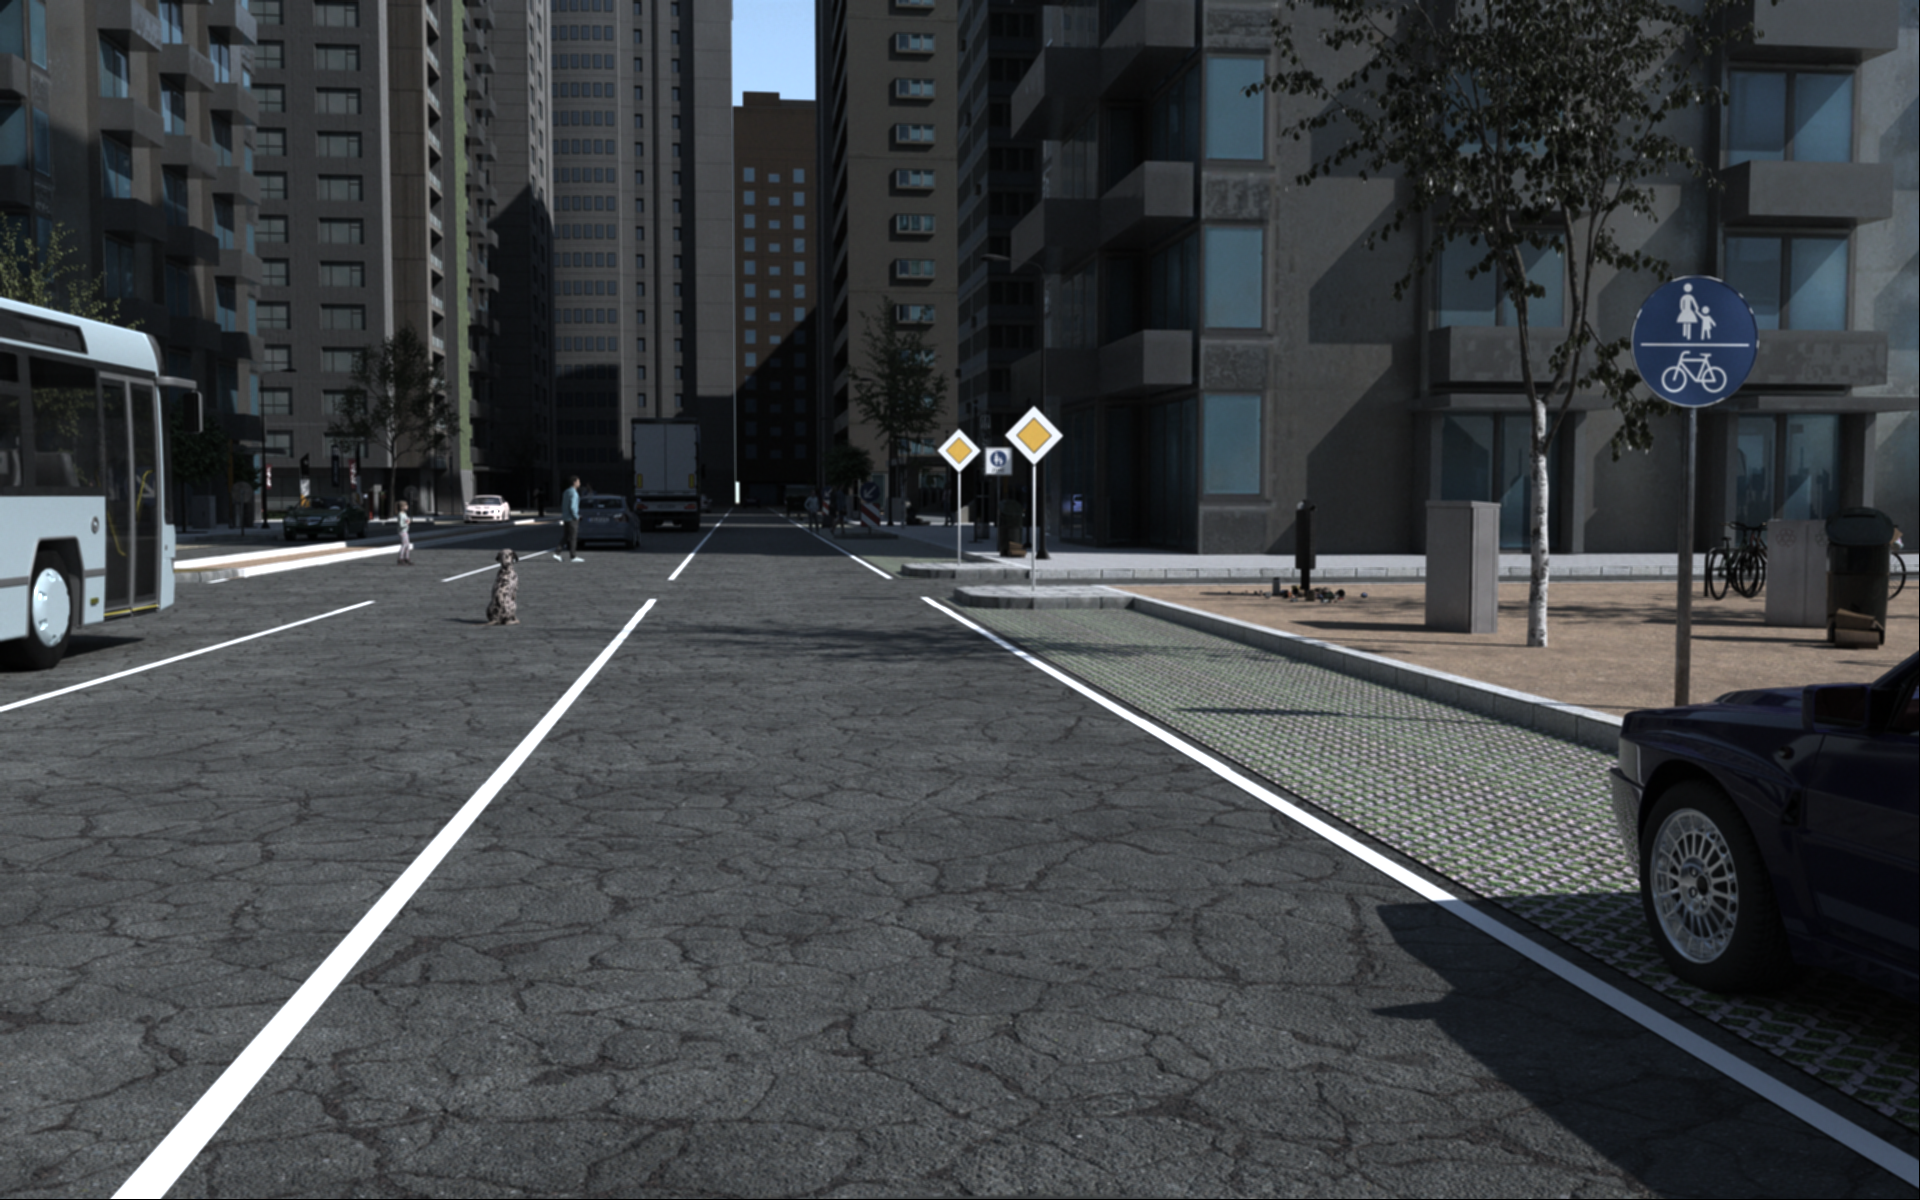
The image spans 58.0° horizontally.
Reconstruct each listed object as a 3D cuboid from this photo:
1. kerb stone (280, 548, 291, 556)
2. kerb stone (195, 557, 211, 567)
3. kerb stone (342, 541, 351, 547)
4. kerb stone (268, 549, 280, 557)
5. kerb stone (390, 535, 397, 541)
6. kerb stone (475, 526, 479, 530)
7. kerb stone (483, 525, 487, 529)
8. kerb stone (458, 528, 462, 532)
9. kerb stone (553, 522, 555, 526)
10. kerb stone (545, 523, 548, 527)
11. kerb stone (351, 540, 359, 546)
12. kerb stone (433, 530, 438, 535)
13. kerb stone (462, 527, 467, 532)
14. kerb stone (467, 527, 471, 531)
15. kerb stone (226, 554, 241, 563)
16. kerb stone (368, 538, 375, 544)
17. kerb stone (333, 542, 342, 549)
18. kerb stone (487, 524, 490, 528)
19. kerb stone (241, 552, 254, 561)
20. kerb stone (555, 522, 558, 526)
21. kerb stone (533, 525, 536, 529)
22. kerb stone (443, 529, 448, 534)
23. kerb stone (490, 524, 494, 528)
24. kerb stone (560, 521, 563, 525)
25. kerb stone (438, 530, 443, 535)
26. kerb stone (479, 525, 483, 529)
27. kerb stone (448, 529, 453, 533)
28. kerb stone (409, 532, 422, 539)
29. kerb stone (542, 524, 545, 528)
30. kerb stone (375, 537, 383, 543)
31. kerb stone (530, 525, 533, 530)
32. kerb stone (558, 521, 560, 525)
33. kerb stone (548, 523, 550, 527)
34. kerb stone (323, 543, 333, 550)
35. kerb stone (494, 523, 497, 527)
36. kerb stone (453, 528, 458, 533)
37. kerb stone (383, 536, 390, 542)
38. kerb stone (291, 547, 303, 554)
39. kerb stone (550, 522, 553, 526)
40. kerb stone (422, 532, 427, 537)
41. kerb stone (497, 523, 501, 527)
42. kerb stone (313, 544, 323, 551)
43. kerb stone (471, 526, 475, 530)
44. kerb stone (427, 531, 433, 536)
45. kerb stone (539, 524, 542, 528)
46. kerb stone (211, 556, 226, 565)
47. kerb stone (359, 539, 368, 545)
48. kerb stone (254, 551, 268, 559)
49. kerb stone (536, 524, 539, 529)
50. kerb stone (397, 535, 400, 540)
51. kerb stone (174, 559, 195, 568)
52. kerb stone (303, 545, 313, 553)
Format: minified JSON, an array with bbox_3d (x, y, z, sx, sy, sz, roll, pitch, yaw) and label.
[{"bbox_3d":[-15.769,-1.101,40.195,0.120,0.150,1.000,0,4,-7],"label":"kerb stone"},{"bbox_3d":[-15.000,-0.726,34.070,0.120,0.150,1.000,0,4,-7],"label":"kerb stone"},{"bbox_3d":[-16.530,-1.474,46.302,0.120,0.150,1.000,0,4,-7],"label":"kerb stone"},{"bbox_3d":[-15.640,-1.037,39.175,0.120,0.150,1.000,0,4,-7],"label":"kerb stone"},{"bbox_3d":[-17.283,-1.845,52.399,0.120,0.150,1.000,0,4,-7],"label":"kerb stone"},{"bbox_3d":[-19.310,-2.843,68.686,0.120,0.150,1.000,0,4,-7],"label":"kerb stone"},{"bbox_3d":[-19.567,-2.968,70.720,0.120,0.150,1.000,0,4,-7],"label":"kerb stone"},{"bbox_3d":[-18.804,-2.594,64.614,0.120,0.150,1.000,0,4,-7],"label":"kerb stone"},{"bbox_3d":[-18.238,-3.357,77.100,0.120,0.150,1.000,0,4,-7],"label":"kerb stone"},{"bbox_3d":[-17.860,-3.171,74.040,0.120,0.150,1.000,0,4,-7],"label":"kerb stone"},{"bbox_3d":[-16.656,-1.537,47.318,0.120,0.150,1.000,0,4,-7],"label":"kerb stone"},{"bbox_3d":[-18.166,-2.283,59.524,0.120,0.150,1.000,0,4,-7],"label":"kerb stone"},{"bbox_3d":[-18.932,-2.656,65.628,0.120,0.150,1.000,0,4,-7],"label":"kerb stone"},{"bbox_3d":[-19.051,-2.719,66.644,0.120,0.150,1.000,0,4,-7],"label":"kerb stone"},{"bbox_3d":[-15.259,-0.848,36.115,0.120,0.150,1.000,0,4,-7],"label":"kerb stone"},{"bbox_3d":[-16.909,-1.661,49.353,0.120,0.150,1.000,0,4,-7],"label":"kerb stone"},{"bbox_3d":[-16.393,-1.408,45.279,0.120,0.150,1.000,0,4,-7],"label":"kerb stone"},{"bbox_3d":[-19.695,-3.028,71.734,0.120,0.150,1.000,0,4,-7],"label":"kerb stone"},{"bbox_3d":[-15.391,-0.914,37.146,0.120,0.150,1.000,0,4,-7],"label":"kerb stone"},{"bbox_3d":[-18.366,-3.420,78.117,0.120,0.150,1.000,0,4,-7],"label":"kerb stone"},{"bbox_3d":[-17.356,-2.922,69.977,0.120,0.150,1.000,0,4,-7],"label":"kerb stone"},{"bbox_3d":[-18.424,-2.407,61.556,0.120,0.150,1.000,0,4,-7],"label":"kerb stone"},{"bbox_3d":[-19.817,-3.092,72.757,0.120,0.150,1.000,0,4,-7],"label":"kerb stone"},{"bbox_3d":[-18.622,-3.544,80.146,0.120,0.150,1.000,0,4,-7],"label":"kerb stone"},{"bbox_3d":[-18.303,-2.345,60.537,0.120,0.150,1.000,0,4,-7],"label":"kerb stone"},{"bbox_3d":[-19.443,-2.905,69.700,0.120,0.150,1.000,0,4,-7],"label":"kerb stone"},{"bbox_3d":[-18.554,-2.466,62.570,0.120,0.150,1.000,0,4,-7],"label":"kerb stone"},{"bbox_3d":[-17.797,-2.092,56.478,0.120,0.150,1.000,0,4,-7],"label":"kerb stone"},{"bbox_3d":[-17.734,-3.109,73.020,0.120,0.150,1.000,0,4,-7],"label":"kerb stone"},{"bbox_3d":[-17.025,-1.723,50.368,0.120,0.150,1.000,0,4,-7],"label":"kerb stone"},{"bbox_3d":[-17.224,-2.858,68.959,0.120,0.150,1.000,0,4,-7],"label":"kerb stone"},{"bbox_3d":[-18.495,-3.480,79.132,0.120,0.150,1.000,0,4,-7],"label":"kerb stone"},{"bbox_3d":[-17.990,-3.233,75.054,0.120,0.150,1.000,0,4,-7],"label":"kerb stone"},{"bbox_3d":[-16.276,-1.350,44.261,0.120,0.150,1.000,0,4,-7],"label":"kerb stone"},{"bbox_3d":[-19.949,-3.155,73.776,0.120,0.150,1.000,0,4,-7],"label":"kerb stone"},{"bbox_3d":[-18.678,-2.523,63.587,0.120,0.150,1.000,0,4,-7],"label":"kerb stone"},{"bbox_3d":[-17.153,-1.784,51.385,0.120,0.150,1.000,0,4,-7],"label":"kerb stone"},{"bbox_3d":[-15.892,-1.163,41.217,0.120,0.150,1.000,0,4,-7],"label":"kerb stone"},{"bbox_3d":[-18.113,-3.295,76.073,0.120,0.150,1.000,0,4,-7],"label":"kerb stone"},{"bbox_3d":[-17.922,-2.158,57.492,0.120,0.150,1.000,0,4,-7],"label":"kerb stone"},{"bbox_3d":[-20.072,-3.212,74.791,0.120,0.150,1.000,0,4,-7],"label":"kerb stone"},{"bbox_3d":[-16.150,-1.287,43.245,0.120,0.150,1.000,0,4,-7],"label":"kerb stone"},{"bbox_3d":[-19.183,-2.781,67.659,0.120,0.150,1.000,0,4,-7],"label":"kerb stone"},{"bbox_3d":[-18.049,-2.221,58.508,0.120,0.150,1.000,0,4,-7],"label":"kerb stone"},{"bbox_3d":[-17.610,-3.046,72.005,0.120,0.150,1.000,0,4,-7],"label":"kerb stone"},{"bbox_3d":[-15.134,-0.789,35.090,0.120,0.150,1.000,0,4,-7],"label":"kerb stone"},{"bbox_3d":[-16.773,-1.599,48.335,0.120,0.150,1.000,0,4,-7],"label":"kerb stone"},{"bbox_3d":[-15.503,-0.977,38.162,0.120,0.150,1.000,0,4,-7],"label":"kerb stone"},{"bbox_3d":[-17.486,-2.984,70.991,0.120,0.150,1.000,0,4,-7],"label":"kerb stone"},{"bbox_3d":[-17.413,-1.906,53.426,0.120,0.150,1.000,0,4,-7],"label":"kerb stone"},{"bbox_3d":[-14.878,-0.662,33.055,0.120,0.150,1.000,0,4,-7],"label":"kerb stone"},{"bbox_3d":[-16.018,-1.221,42.231,0.120,0.150,1.000,0,4,-7],"label":"kerb stone"}]
